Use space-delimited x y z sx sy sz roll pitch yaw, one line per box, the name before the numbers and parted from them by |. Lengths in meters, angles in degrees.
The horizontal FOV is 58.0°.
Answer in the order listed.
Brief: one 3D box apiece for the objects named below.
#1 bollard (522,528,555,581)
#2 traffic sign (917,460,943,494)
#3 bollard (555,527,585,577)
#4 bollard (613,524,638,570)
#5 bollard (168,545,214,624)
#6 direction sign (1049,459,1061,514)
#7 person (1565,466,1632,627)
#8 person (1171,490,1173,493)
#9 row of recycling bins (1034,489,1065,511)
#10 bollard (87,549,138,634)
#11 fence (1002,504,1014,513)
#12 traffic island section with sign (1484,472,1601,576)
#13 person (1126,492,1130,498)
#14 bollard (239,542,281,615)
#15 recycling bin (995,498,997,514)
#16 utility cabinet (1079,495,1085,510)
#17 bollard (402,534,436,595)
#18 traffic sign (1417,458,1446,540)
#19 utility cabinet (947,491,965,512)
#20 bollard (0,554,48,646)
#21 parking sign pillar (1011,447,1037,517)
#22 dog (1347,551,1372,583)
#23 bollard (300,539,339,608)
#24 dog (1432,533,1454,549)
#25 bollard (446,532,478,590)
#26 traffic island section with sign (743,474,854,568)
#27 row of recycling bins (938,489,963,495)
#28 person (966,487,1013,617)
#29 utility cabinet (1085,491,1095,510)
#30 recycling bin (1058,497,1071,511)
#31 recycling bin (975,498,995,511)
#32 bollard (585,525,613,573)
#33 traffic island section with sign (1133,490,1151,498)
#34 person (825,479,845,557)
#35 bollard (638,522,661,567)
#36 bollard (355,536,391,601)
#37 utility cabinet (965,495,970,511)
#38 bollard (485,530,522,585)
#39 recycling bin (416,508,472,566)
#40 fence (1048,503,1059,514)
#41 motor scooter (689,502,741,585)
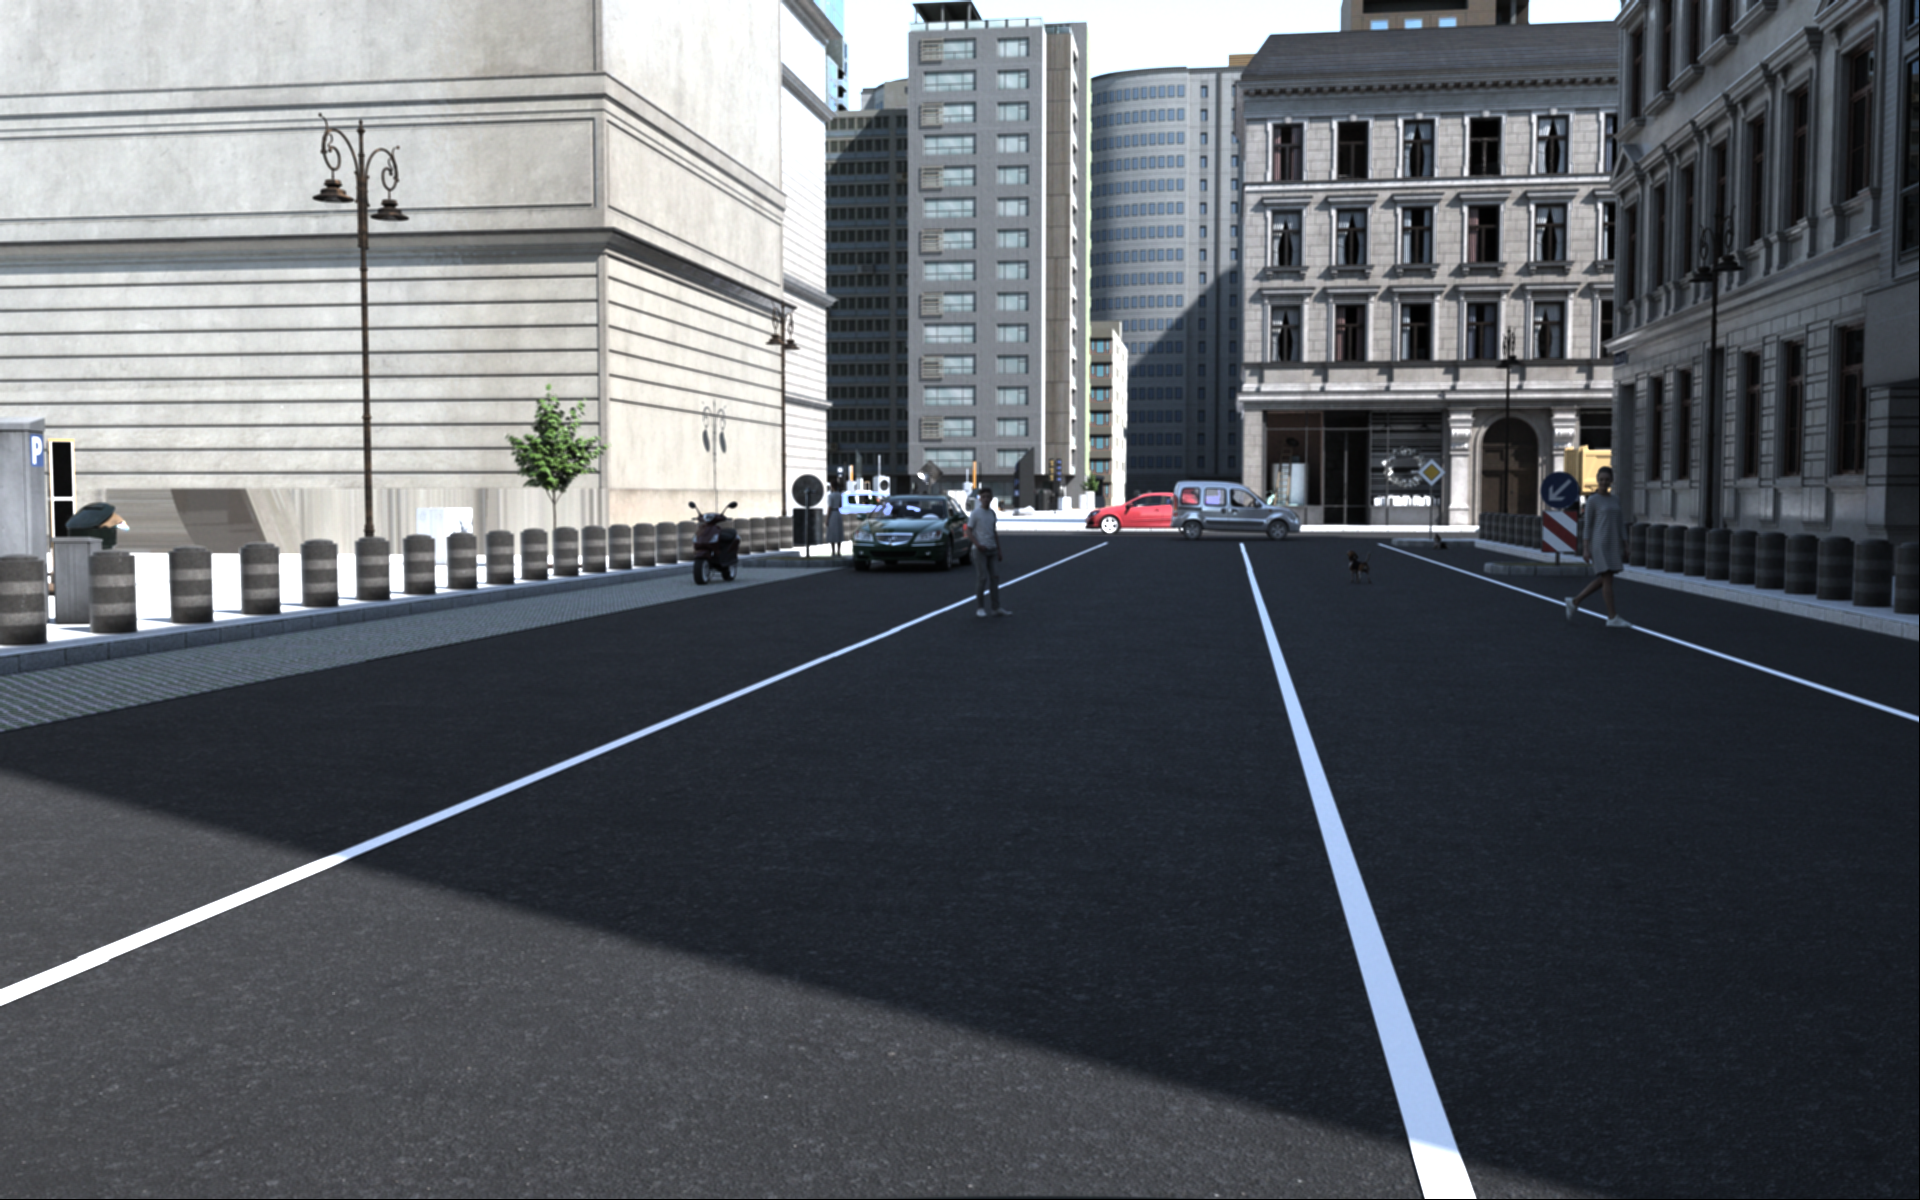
bollard | -6.354 -0.681 25.849 0.404 0.777 0.398 0 3 0
traffic sign | -0.881 -2.878 50.694 0.795 2.450 0.064 1 4 9
bollard | -6.163 -0.755 27.067 0.404 0.777 0.398 0 3 0
bollard | -5.793 -0.905 29.508 0.404 0.777 0.398 0 3 0
bollard | -7.667 -0.156 17.268 0.404 0.777 0.398 0 3 0
direction sign | 6.078 -7.268 110.829 0.876 3.537 0.379 -2 4 -24
person | 6.953 -0.587 18.847 0.760 1.731 0.466 3 4 38
person | 17.315 -8.116 141.900 1.217 1.736 0.721 -1 4 -11
row of recycling bins | 6.629 -8.050 138.728 3.534 1.692 1.069 1 4 9
bollard | -7.853 -0.081 16.049 0.404 0.777 0.398 0 3 0
fence | 2.858 -5.305 102.117 0.278 0.683 2.069 2 4 24
traffic island section with sign | 10.608 -1.393 31.403 1.989 1.847 2.006 1 4 9
person | 21.472 -13.160 224.459 1.217 1.735 0.721 -1 4 -23
bollard | -7.479 -0.232 18.505 0.404 0.777 0.398 0 3 0
recycling bin | 1.872 -5.944 109.734 0.722 1.027 0.722 2 4 35
utility cabinet | 9.775 -7.745 137.786 0.306 1.237 1.020 1 4 21
bollard | -6.919 -0.455 22.162 0.404 0.777 0.398 0 3 0
traffic sign | 13.197 -2.745 48.525 0.795 2.450 0.064 1 4 9
utility cabinet | -0.244 -6.480 114.620 1.173 1.500 0.318 -2 4 -23
bollard | -8.045 -0.006 14.820 0.404 0.777 0.398 0 3 0
parking sign pillar | 3.670 -6.762 99.035 1.447 3.967 1.447 3 5 43
dog | 6.460 -0.537 28.064 0.540 0.507 0.406 2 4 35
bollard | -7.294 -0.306 19.724 0.404 0.777 0.398 0 3 0
dog | 12.606 -1.528 45.179 0.748 0.427 0.550 0 4 -4
bollard | -6.726 -0.530 23.386 0.404 0.777 0.398 0 3 0
traffic island section with sign | -3.088 -1.570 34.303 1.989 1.847 2.006 1 4 9
row of recycling bins | -0.061 -8.096 139.478 3.534 1.692 1.069 1 4 16
person | 0.324 -0.562 20.279 0.523 1.515 0.503 1 4 19
utility cabinet | 10.144 -7.724 134.968 0.318 1.500 1.173 2 4 26
recycling bin | 7.799 -7.156 129.548 0.722 1.027 0.722 -2 4 -32
recycling bin | 1.246 -4.872 92.211 0.722 1.027 0.722 -2 4 -28
bollard | -5.980 -0.830 28.290 0.404 0.777 0.398 0 3 0
traffic island section with sign | 16.888 -9.548 164.744 1.989 1.847 2.006 1 4 9
person | -2.768 -1.744 37.576 0.524 1.755 0.480 3 5 39
bollard | -5.604 -0.979 30.727 0.404 0.777 0.398 0 3 0
bollard | -7.103 -0.381 20.942 0.404 0.777 0.398 0 3 0
utility cabinet | 0.226 -7.428 132.602 1.020 1.237 0.306 -1 4 -22
bollard | -6.543 -0.606 24.626 0.404 0.777 0.398 0 3 0
recycling bin | -9.322 -1.149 31.339 0.722 1.027 0.722 2 4 24
fence | 6.094 -6.027 113.923 0.278 0.683 2.069 -1 4 -14
motor scooter | -3.932 -0.928 27.946 0.815 1.314 1.986 1 4 10
